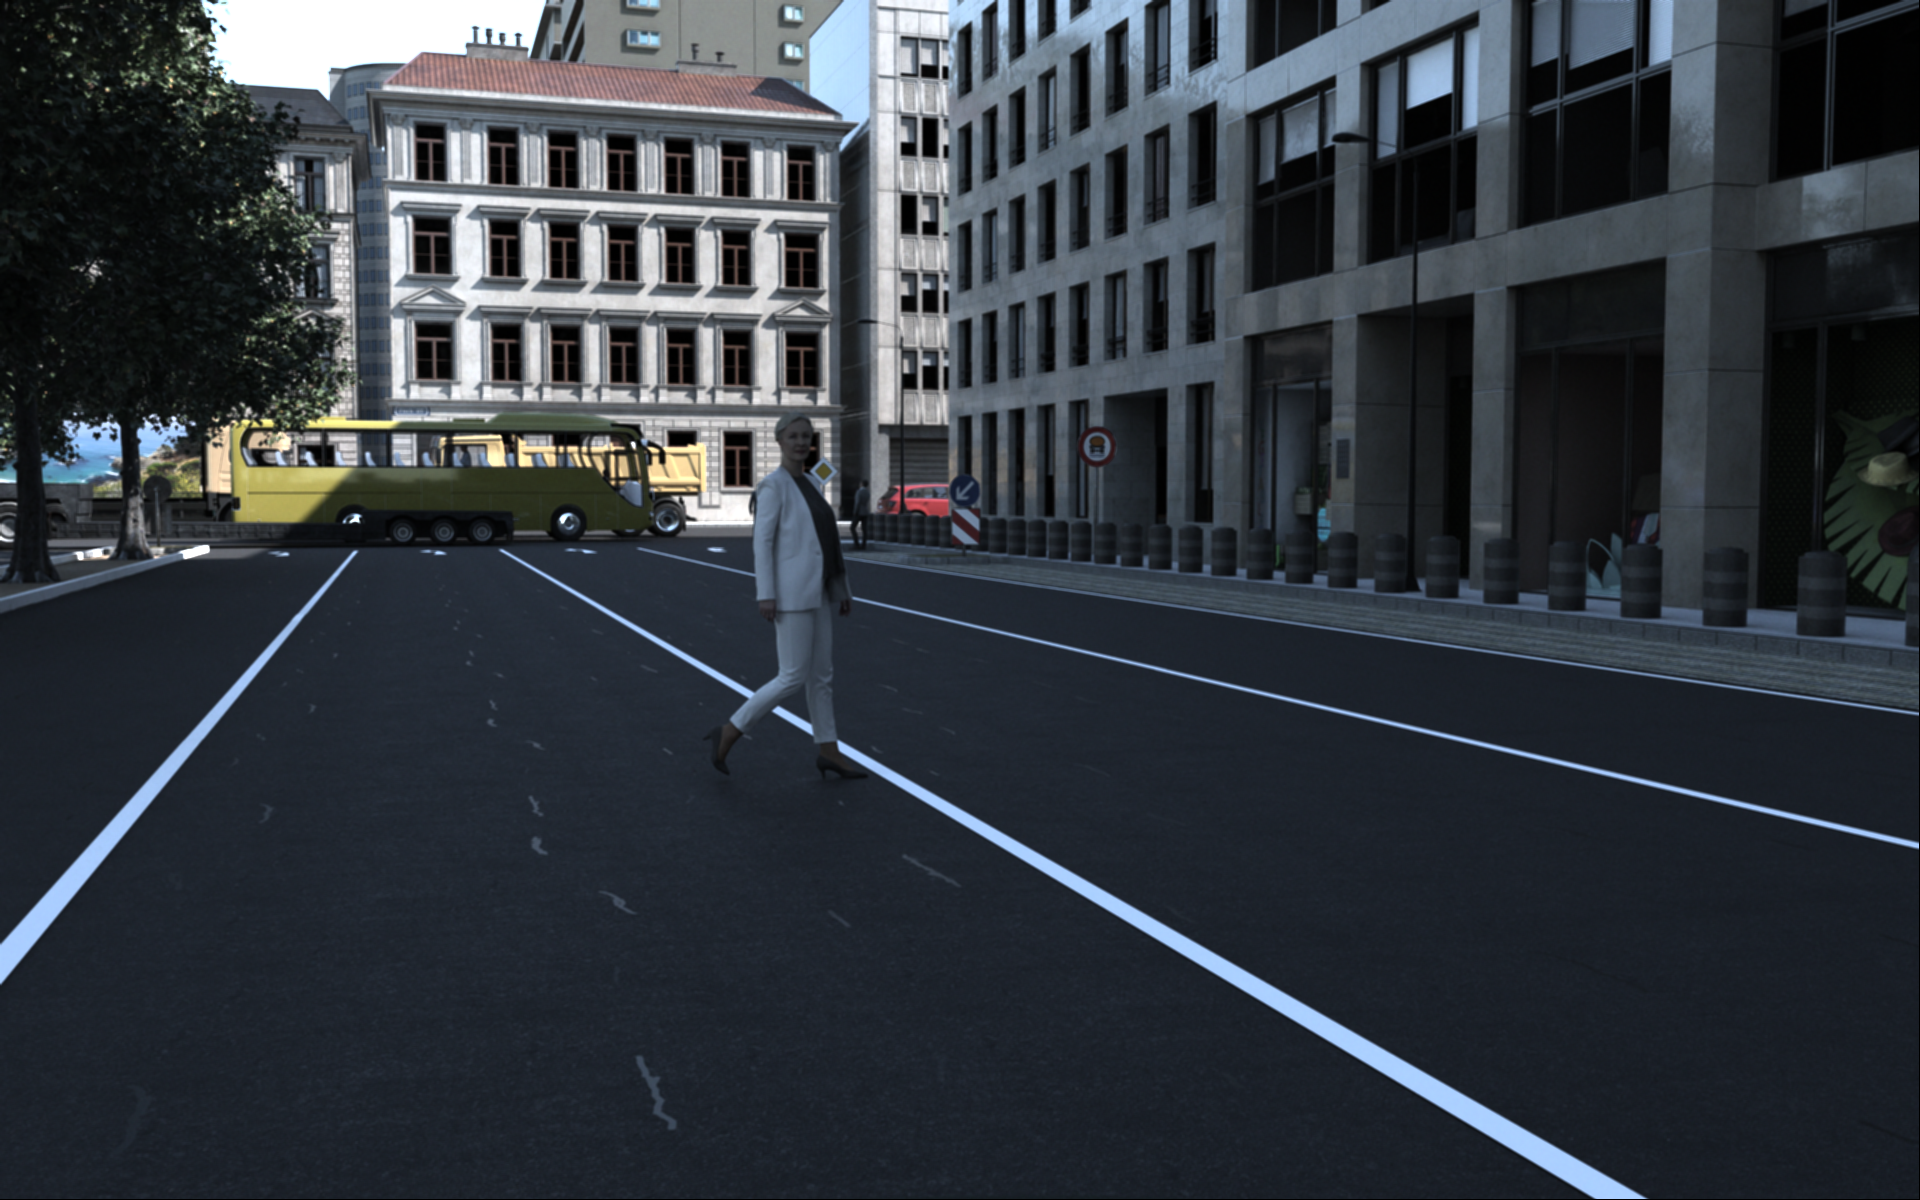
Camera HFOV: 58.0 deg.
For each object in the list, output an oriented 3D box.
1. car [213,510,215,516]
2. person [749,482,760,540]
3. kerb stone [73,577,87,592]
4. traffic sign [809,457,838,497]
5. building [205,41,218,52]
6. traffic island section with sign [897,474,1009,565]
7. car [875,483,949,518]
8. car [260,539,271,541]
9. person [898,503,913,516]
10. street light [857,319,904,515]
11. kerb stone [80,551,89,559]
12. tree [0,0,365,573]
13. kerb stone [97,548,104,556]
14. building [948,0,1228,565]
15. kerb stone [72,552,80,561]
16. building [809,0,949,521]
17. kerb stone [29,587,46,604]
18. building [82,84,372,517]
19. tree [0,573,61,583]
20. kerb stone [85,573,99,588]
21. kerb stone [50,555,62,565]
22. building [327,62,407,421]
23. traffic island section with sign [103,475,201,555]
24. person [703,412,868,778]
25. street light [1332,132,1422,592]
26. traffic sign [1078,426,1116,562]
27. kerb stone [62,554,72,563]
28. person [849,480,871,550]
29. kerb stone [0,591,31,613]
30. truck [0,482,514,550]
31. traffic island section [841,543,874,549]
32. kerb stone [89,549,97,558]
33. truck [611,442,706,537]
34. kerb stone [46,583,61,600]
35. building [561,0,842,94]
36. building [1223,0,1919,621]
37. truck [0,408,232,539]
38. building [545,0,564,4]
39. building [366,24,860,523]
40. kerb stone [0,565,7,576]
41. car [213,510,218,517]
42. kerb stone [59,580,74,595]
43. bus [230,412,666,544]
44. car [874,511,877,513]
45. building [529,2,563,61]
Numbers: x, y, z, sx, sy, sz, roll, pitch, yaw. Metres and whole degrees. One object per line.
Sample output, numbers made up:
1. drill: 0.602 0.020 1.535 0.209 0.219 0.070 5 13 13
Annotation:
1. car: -28.846 -3.358 64.686 4.222 1.686 2.009 -1 4 -18
2. person: -6.202 -2.755 53.724 0.661 1.801 0.590 0 4 6
3. kerb stone: -13.172 -0.215 25.738 0.120 0.150 1.000 -1 4 -18
4. traffic sign: -3.653 -2.615 46.391 0.795 2.450 0.064 -1 4 -18
5. building: -88.475 -35.498 169.636 27.495 52.752 28.713 -1 4 -18
6. traffic island section with sign: -0.232 -1.663 35.821 1.989 1.847 2.006 -1 4 -18
7. car: -0.445 -3.326 63.059 5.304 1.827 2.281 -1 4 -18
8. car: -20.478 -2.730 54.415 4.222 1.686 2.009 -1 4 -17
9. person: -1.789 -2.722 58.507 1.012 1.151 0.738 0 4 7
10. street light: -2.064 -4.506 46.207 1.470 5.913 1.316 -1 4 -18
11. kerb stone: -19.260 -0.958 37.864 0.120 0.150 1.000 -1 4 -18
12. tree: -18.108 -7.224 37.573 9.611 12.733 9.660 0 3 0
13. kerb stone: -19.891 -1.077 39.821 0.120 0.150 1.000 -1 4 -18
14. building: 7.200 -11.298 39.481 10.420 20.320 16.860 -1 4 -18
15. kerb stone: -18.948 -0.898 36.880 0.120 0.150 1.000 -1 4 -18
16. building: 3.541 -16.475 87.393 19.932 24.808 12.078 -1 4 -18
17. kerb stone: -12.224 -0.036 22.788 0.120 0.150 1.000 -1 4 -18
18. building: -35.477 -12.842 74.588 19.286 19.102 10.561 -1 4 -18
19. tree: -15.094 -6.628 27.831 9.611 12.733 9.660 0 3 0
20. kerb stone: -13.484 -0.277 26.723 0.120 0.150 1.000 -1 4 -18
21. kerb stone: -18.317 -0.779 34.927 0.120 0.150 1.000 -1 4 -18
22. building: -70.036 -42.385 234.995 28.212 58.520 21.231 -1 4 -18
23. traffic island section with sign: -19.398 -2.052 41.694 2.006 1.907 1.989 -1 4 -18
24. person: -0.875 -0.019 8.683 0.818 1.842 0.514 0 4 3
25. street light: 5.433 -3.059 22.562 1.470 5.913 1.316 -1 4 -18
26. traffic sign: 2.559 -1.986 32.572 0.768 2.556 0.104 -1 4 -15
27. kerb stone: -18.631 -0.838 35.904 0.120 0.150 1.000 -1 4 -18
28. person: -2.585 -2.202 44.686 0.592 1.802 0.473 -3 4 -39
29. kerb stone: -11.906 0.023 21.812 0.120 0.150 1.000 -1 4 -18
30. truck: -21.632 -3.441 46.023 18.799 4.110 2.967 -1 4 -19
31. traffic island section: -3.633 -1.480 46.475 2.009 0.180 2.903 -1 4 -18
32. kerb stone: -19.575 -1.012 38.841 0.120 0.150 1.000 -1 4 -18
33. truck: -13.538 -3.785 57.805 9.791 3.379 3.469 -1 4 -16
34. kerb stone: -12.536 -0.096 23.773 0.120 0.150 1.000 -1 4 -18
35. building: -22.644 -32.236 150.756 21.300 48.544 21.600 -1 4 -18
36. building: 18.924 -12.954 16.309 19.350 26.468 34.151 -1 4 -18
37. truck: -27.146 -4.146 56.698 11.283 4.237 2.839 -1 4 -18
38. building: -46.346 -49.132 241.551 20.611 71.187 20.563 -1 4 -18
39. building: -16.382 -14.983 81.137 21.152 22.565 11.583 -1 4 -18
40. kerb stone: -17.061 -0.539 31.014 0.120 0.150 1.000 -1 4 -18
41. car: -23.921 -3.045 61.577 4.920 1.459 2.131 -1 4 -18
42. kerb stone: -12.861 -0.156 24.760 0.120 0.150 1.000 -1 4 -18
43. bus: -15.186 -3.697 51.987 12.252 3.916 2.896 -1 4 -18
44. car: -1.375 -3.599 70.840 4.499 1.417 2.014 -1 4 -19
45. building: -31.085 -36.660 188.632 28.713 52.752 27.495 -1 4 -18
